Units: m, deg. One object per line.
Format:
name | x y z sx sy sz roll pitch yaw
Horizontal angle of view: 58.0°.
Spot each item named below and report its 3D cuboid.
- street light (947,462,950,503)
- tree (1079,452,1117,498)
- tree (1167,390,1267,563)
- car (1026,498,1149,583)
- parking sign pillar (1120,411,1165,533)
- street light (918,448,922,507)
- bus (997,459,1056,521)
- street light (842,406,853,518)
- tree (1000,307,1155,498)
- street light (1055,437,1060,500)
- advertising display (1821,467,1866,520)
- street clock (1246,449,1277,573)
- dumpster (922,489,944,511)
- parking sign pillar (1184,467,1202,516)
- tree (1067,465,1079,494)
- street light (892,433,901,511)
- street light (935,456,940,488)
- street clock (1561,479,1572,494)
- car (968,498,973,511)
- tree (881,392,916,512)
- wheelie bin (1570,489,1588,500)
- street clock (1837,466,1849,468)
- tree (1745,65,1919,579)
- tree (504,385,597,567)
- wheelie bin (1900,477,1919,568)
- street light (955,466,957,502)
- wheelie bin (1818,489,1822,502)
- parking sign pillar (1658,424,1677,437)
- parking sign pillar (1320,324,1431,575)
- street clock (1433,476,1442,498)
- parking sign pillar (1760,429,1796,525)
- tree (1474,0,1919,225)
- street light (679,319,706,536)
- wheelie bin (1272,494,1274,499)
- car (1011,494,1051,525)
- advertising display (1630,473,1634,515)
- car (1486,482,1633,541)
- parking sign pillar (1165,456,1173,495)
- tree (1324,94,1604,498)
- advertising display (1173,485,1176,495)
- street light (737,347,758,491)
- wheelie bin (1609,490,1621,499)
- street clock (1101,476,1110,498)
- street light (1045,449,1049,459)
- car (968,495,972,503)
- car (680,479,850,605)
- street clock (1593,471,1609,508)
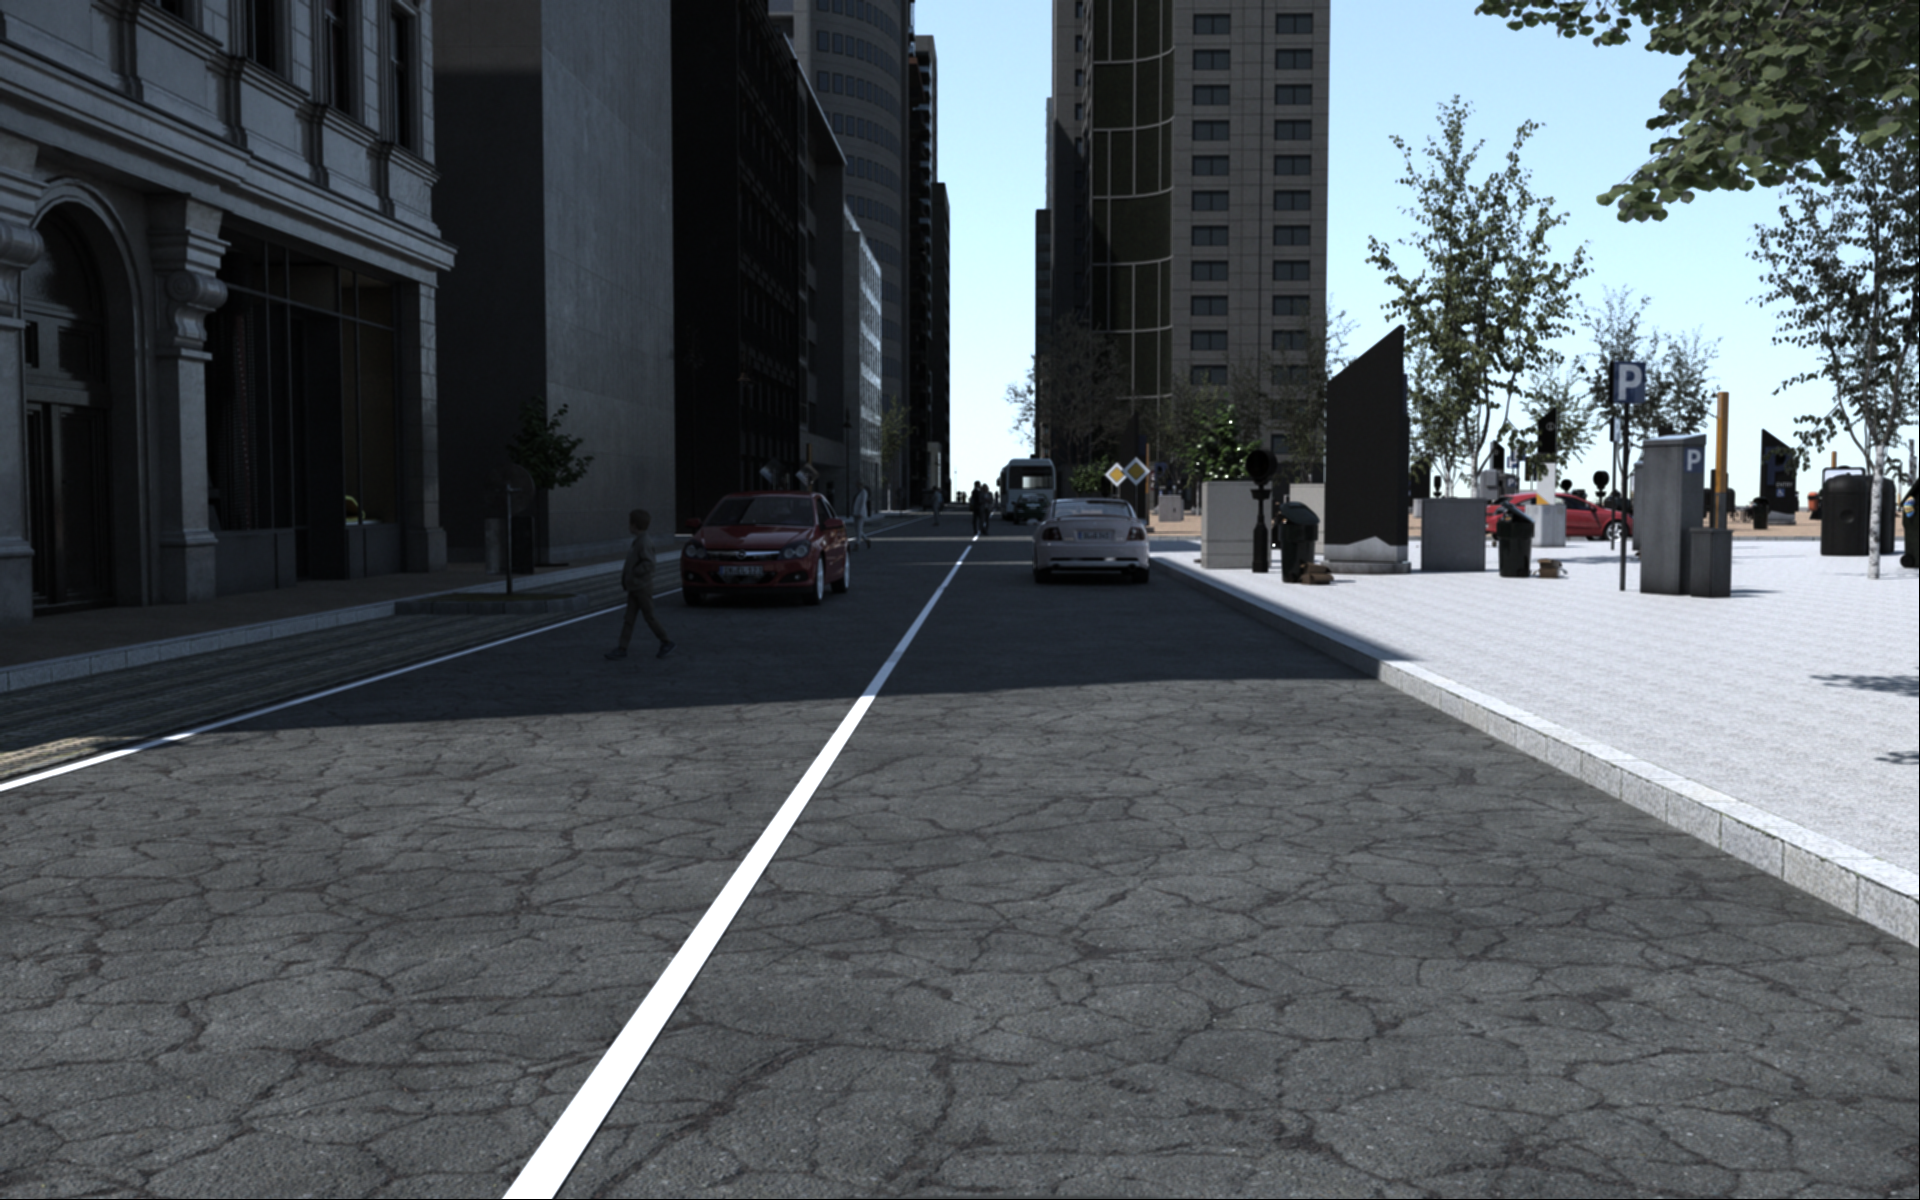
street light | -1.669 -17.049 251.537 0.468 5.910 1.993 0 4 1
tree | 6.593 -5.048 77.140 1.663 3.219 1.824 0 3 0
tree | 4.963 -2.298 32.166 1.663 3.219 1.824 0 3 0
car | 2.171 -1.039 29.344 2.083 1.381 4.827 0 4 2
parking sign pillar | 5.709 -4.202 57.179 1.447 3.967 1.447 -1 4 -16
street light | -3.856 -11.969 168.479 0.468 5.910 1.993 0 4 1
bus | 3.643 -6.201 96.251 2.948 3.499 13.247 0 4 0
street light | -5.934 -7.261 91.497 0.468 5.910 1.993 0 4 1
tree | 7.731 -12.494 114.654 12.009 13.543 11.850 0 3 0
street light | 7.374 -9.734 131.930 0.468 5.910 1.993 0 4 1
advertising display | 21.387 -2.247 41.948 0.123 1.923 0.974 -3 5 -40
street clock | 4.905 -1.447 28.227 0.471 2.002 0.358 3 5 43
dumpster | -2.289 -8.405 145.641 1.865 1.857 1.264 0 4 3
parking sign pillar | 14.203 -7.073 104.118 1.447 3.967 1.447 0 4 -1
tree | 7.207 -6.118 94.632 1.663 3.219 1.824 0 3 0
street light | -4.736 -9.700 131.389 0.468 5.910 1.993 0 4 1
street light | -2.670 -14.780 214.445 0.468 5.910 1.993 0 4 1
street clock | 29.780 -4.924 85.078 0.471 2.002 0.358 3 5 43
car | 1.655 -8.223 144.673 2.015 1.641 3.980 0 4 0
tree | -5.307 -10.614 123.903 4.737 8.622 4.395 0 3 0
wheelie bin | 42.625 -6.792 118.951 0.980 1.594 0.693 0 4 -2
street clock | 22.552 -2.427 44.253 0.471 2.002 0.358 1 4 15
tree | 13.911 -4.635 26.139 4.360 8.622 3.978 0 3 0
tree | -7.526 -2.212 30.774 1.663 3.219 1.824 0 3 0
wheelie bin | 16.833 -1.355 30.059 0.980 1.594 0.693 -2 4 -29
street light | -0.731 -19.293 288.231 0.468 5.910 1.993 0 4 1
wheelie bin | 55.731 -6.348 111.691 0.693 1.594 0.980 -2 4 -31
parking sign pillar | 27.765 -4.866 68.025 1.447 3.967 1.447 0 4 0
parking sign pillar | 6.614 -2.426 28.140 1.447 3.967 1.447 3 5 39
street clock | 18.806 -3.894 68.234 0.358 2.002 0.471 1 4 22
parking sign pillar | 33.695 -5.067 71.320 1.447 3.967 1.447 0 4 -2
tree | 5.460 -5.475 7.649 7.486 12.596 7.792 0 3 0
street light | -7.050 -4.467 45.815 0.468 5.910 1.993 0 4 1
wheelie bin | 21.503 -6.896 120.652 0.693 1.594 0.980 1 4 15
car | 3.471 -4.323 82.471 2.131 1.459 4.920 0 4 2
advertising display | 21.063 -2.951 53.462 0.123 1.923 0.974 -1 4 -19
car | 17.522 -2.533 50.452 4.494 1.783 2.155 0 4 1
parking sign pillar | 12.424 -7.174 105.766 1.447 3.967 1.447 -2 4 -31
tree | 9.573 -4.991 31.963 4.737 8.622 4.395 0 3 0
advertising display | 15.464 -7.380 125.871 0.123 1.923 0.974 3 4 37
street light | -6.706 -5.016 54.798 0.468 5.910 1.993 0 4 1
wheelie bin | 46.026 -6.957 121.651 0.693 1.594 0.980 3 5 45
street clock | 5.707 -3.878 67.978 0.358 2.002 0.471 -1 4 -18
street light | 8.439 -11.984 168.730 0.468 5.910 1.993 0 4 1
car | 2.079 -12.668 219.122 2.014 1.417 4.499 0 4 2
car | -2.600 -0.899 23.741 2.155 1.783 4.494 0 4 3
street clock | 20.116 -3.047 54.387 0.358 2.002 0.471 -1 4 -20
